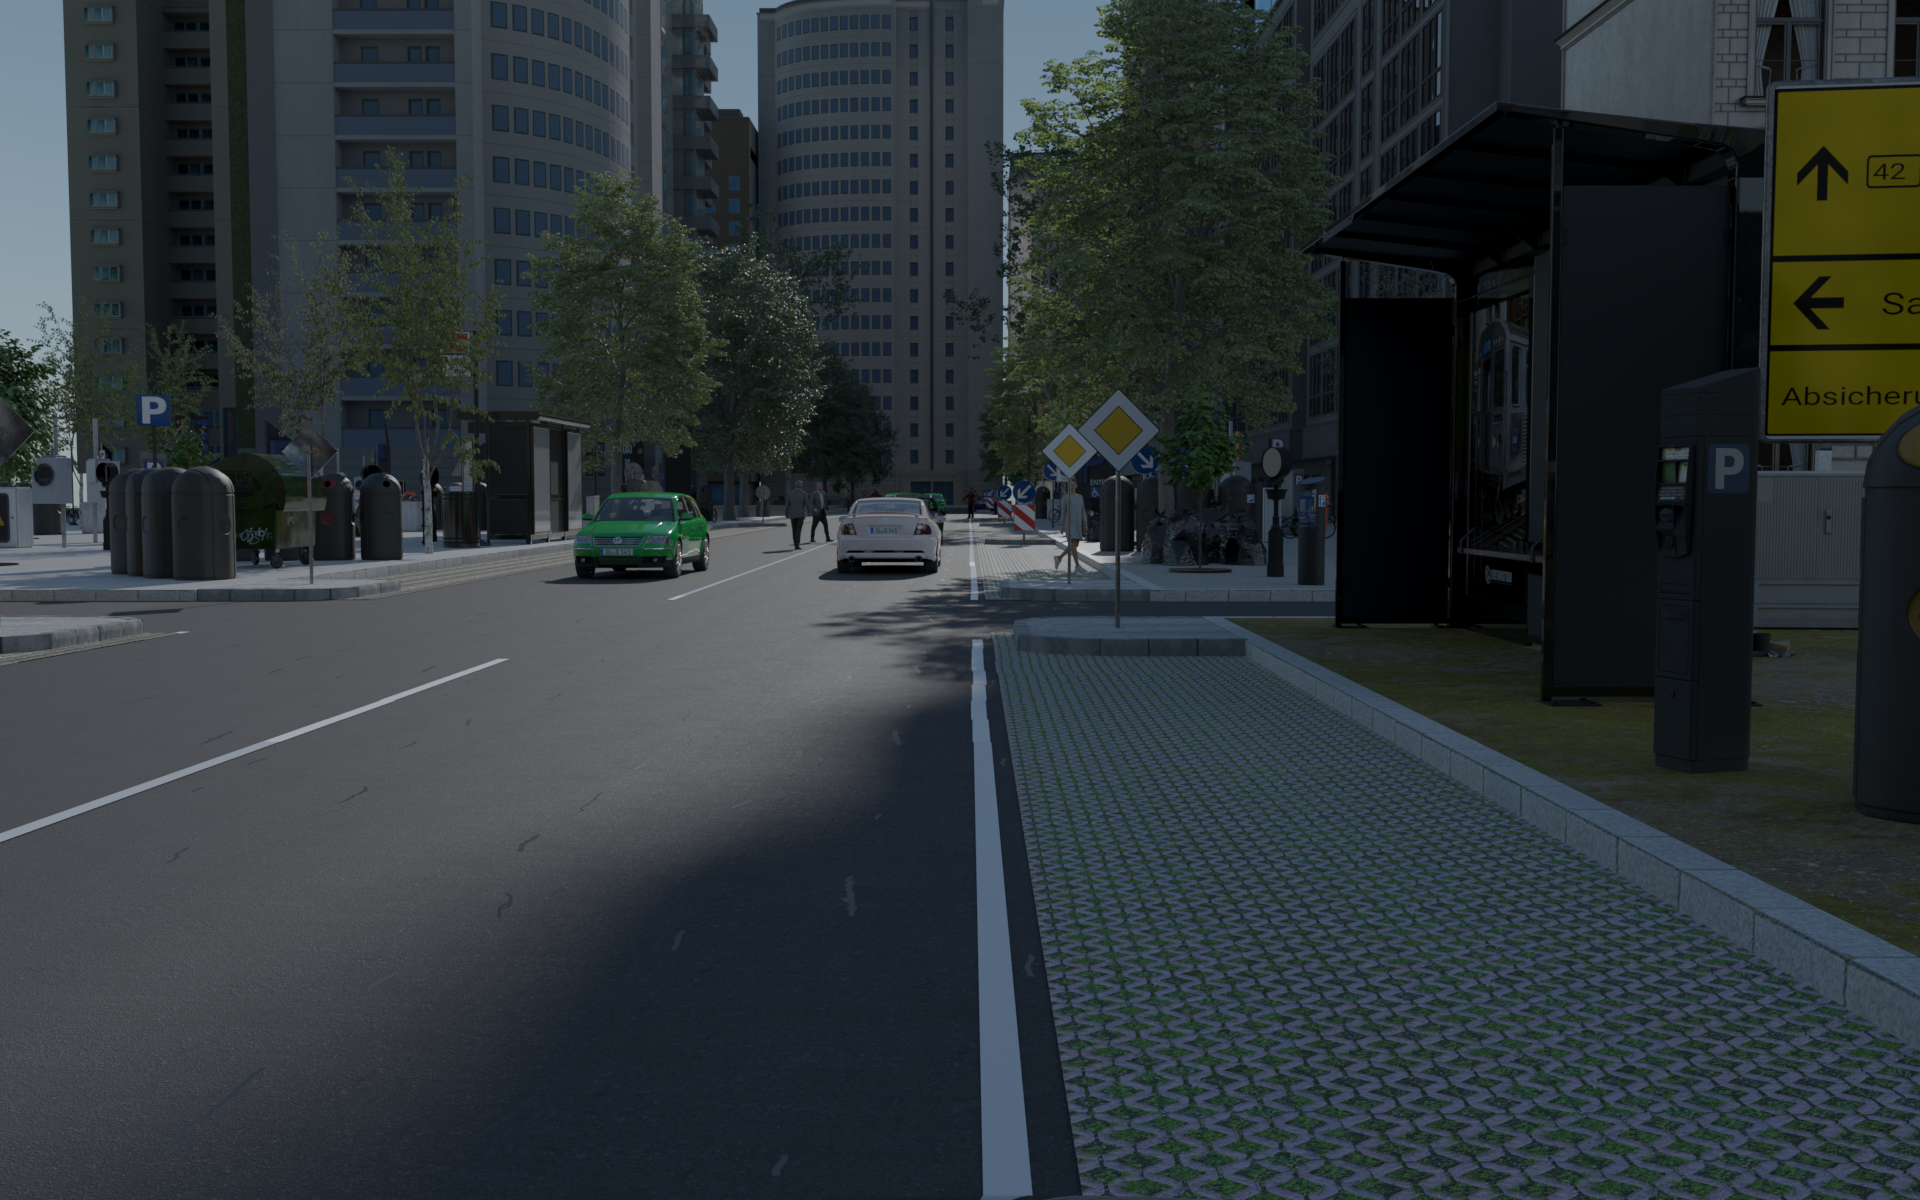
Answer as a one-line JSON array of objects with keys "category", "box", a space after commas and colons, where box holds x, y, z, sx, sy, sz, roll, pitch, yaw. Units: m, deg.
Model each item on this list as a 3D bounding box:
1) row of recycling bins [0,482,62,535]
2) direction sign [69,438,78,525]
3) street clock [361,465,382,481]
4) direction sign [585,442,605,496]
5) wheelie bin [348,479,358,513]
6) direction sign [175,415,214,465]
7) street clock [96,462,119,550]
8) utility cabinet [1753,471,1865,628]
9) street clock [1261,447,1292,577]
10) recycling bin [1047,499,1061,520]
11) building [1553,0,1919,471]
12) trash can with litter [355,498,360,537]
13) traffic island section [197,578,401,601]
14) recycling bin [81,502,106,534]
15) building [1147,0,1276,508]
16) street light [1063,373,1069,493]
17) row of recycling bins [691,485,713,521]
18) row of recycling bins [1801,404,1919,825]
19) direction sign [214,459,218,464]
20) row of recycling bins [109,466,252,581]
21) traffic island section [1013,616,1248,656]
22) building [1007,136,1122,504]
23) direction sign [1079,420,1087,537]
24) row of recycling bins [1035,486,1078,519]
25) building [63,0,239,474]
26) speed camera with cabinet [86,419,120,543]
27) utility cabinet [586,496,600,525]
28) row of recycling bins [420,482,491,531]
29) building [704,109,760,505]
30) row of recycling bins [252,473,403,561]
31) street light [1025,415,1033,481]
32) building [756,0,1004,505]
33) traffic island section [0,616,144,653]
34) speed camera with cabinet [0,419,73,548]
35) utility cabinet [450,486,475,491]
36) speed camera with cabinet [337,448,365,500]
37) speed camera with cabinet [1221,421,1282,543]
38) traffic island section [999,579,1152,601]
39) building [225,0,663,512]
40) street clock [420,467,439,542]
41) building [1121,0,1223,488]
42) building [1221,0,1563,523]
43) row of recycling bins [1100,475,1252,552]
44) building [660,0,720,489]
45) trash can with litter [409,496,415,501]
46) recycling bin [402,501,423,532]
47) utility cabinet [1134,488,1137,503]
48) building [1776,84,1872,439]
[{"category": "row of recycling bins", "box": [-29.910, -2.920, 54.855, 3.534, 1.692, 1.069, 1, 4, 19]}, {"category": "direction sign", "box": [-36.264, -4.817, 70.752, 0.379, 3.537, 0.876, -2, 4, -28]}, {"category": "street clock", "box": [-14.594, -2.350, 42.998, 0.471, 2.002, 0.358, -3, 4, -36]}, {"category": "direction sign", "box": [-15.824, -5.088, 75.191, 0.876, 3.537, 0.379, 0, 4, 7]}, {"category": "wheelie bin", "box": [-13.303, -1.765, 36.772, 0.980, 1.594, 0.693, -2, 4, -25]}, {"category": "direction sign", "box": [-22.131, -3.547, 49.991, 0.876, 3.537, 0.379, -2, 4, -28]}, {"category": "street clock", "box": [-19.438, -2.138, 39.518, 0.471, 2.002, 0.358, 1, 4, 22]}, {"category": "utility cabinet", "box": [8.076, -0.474, 16.437, 1.173, 1.500, 0.318, 0, 4, 6]}, {"category": "street clock", "box": [4.881, -1.356, 26.746, 0.358, 2.002, 0.471, -2, 4, -32]}, {"category": "recycling bin", "box": [4.829, -4.551, 86.955, 0.722, 1.027, 0.722, 2, 4, 26]}, {"category": "building", "box": [24.478, -10.744, 40.288, 19.286, 19.102, 10.561, 0, 4, 0]}, {"category": "trash can with litter", "box": [-17.789, -2.424, 51.024, 0.624, 1.170, 1.055, 1, 4, 20]}, {"category": "traffic island section", "box": [-9.267, -0.148, 24.703, 2.009, 0.180, 2.903, 0, 4, 0]}, {"category": "recycling bin", "box": [-28.184, -2.686, 56.469, 0.722, 1.027, 0.722, -1, 4, -17]}, {"category": "building", "box": [26.522, -49.730, 125.758, 22.319, 86.520, 31.000, 0, 4, 0]}, {"category": "street light", "box": [3.769, -5.367, 60.532, 0.468, 5.910, 1.993, 0, 4, 0]}, {"category": "row of recycling bins", "box": [-13.241, -4.580, 82.001, 3.534, 1.692, 1.069, 2, 4, 23]}, {"category": "row of recycling bins", "box": [4.469, 0.089, 5.657, 1.069, 1.692, 3.534, -1, 4, -17]}, {"category": "direction sign", "box": [-42.726, -6.529, 98.740, 0.876, 3.537, 0.379, 0, 4, -4]}, {"category": "row of recycling bins", "box": [-12.304, -1.211, 26.916, 1.069, 1.692, 3.534, -3, 5, -44]}, {"category": "traffic island section", "box": [1.534, 0.344, 16.659, 2.009, 0.180, 2.903, 0, 4, 0]}, {"category": "building", "box": [12.592, -31.637, 200.855, 14.086, 41.232, 14.154, 0, 4, 0]}, {"category": "direction sign", "box": [3.637, -3.644, 51.578, 0.379, 3.537, 0.876, 1, 4, 17]}, {"category": "row of recycling bins", "box": [5.613, -5.037, 89.474, 3.534, 1.692, 1.069, 1, 4, 11]}, {"category": "building", "box": [-63.050, -32.398, 153.405, 21.600, 48.544, 21.300, 0, 4, 0]}, {"category": "speed camera with cabinet", "box": [-21.965, -3.113, 45.228, 2.038, 3.252, 0.660, 2, 4, 32]}, {"category": "utility cabinet", "box": [-12.857, -3.027, 60.646, 0.306, 1.237, 1.020, 0, 4, -2]}, {"category": "row of recycling bins", "box": [-17.416, -3.305, 61.150, 3.534, 1.692, 1.069, 1, 4, 14]}, {"category": "building", "box": [-30.606, -33.717, 201.384, 14.200, 45.320, 14.600, 0, 4, 0]}, {"category": "row of recycling bins", "box": [-12.633, -1.615, 33.518, 3.534, 1.692, 1.069, -1, 4, -14]}, {"category": "street light", "box": [3.954, -7.739, 99.314, 0.468, 5.910, 1.993, 0, 4, 0]}, {"category": "building", "box": [-9.121, -40.471, 203.694, 28.212, 58.520, 21.231, 0, 4, 0]}, {"category": "traffic island section", "box": [-9.307, 0.340, 16.718, 2.009, 0.180, 2.903, 0, 4, 0]}, {"category": "speed camera with cabinet", "box": [-22.213, -2.865, 41.172, 2.038, 3.252, 0.660, 1, 4, 9]}, {"category": "utility cabinet", "box": [-13.935, -2.454, 48.796, 0.318, 1.500, 1.173, -3, 5, -43]}, {"category": "speed camera with cabinet", "box": [-26.719, -4.974, 75.653, 0.660, 3.252, 2.038, 2, 4, 29]}, {"category": "speed camera with cabinet", "box": [7.798, -3.184, 46.396, 0.660, 3.252, 2.038, -2, 4, -26]}, {"category": "traffic island section", "box": [1.574, -0.145, 24.644, 2.009, 0.180, 2.903, 0, 4, 0]}, {"category": "building", "box": [-32.558, -34.964, 113.663, 21.231, 58.520, 28.212, 0, 4, 0]}, {"category": "street clock", "box": [-14.177, -2.565, 46.500, 0.358, 2.002, 0.471, 0, 4, 8]}, {"category": "building", "box": [25.885, -32.383, 153.172, 21.300, 48.544, 21.600, 0, 4, 0]}, {"category": "building", "box": [21.757, -17.943, 86.871, 14.314, 27.812, 24.014, 0, 4, 0]}, {"category": "row of recycling bins", "box": [4.789, -1.916, 38.432, 3.534, 1.692, 1.069, 1, 4, 22]}, {"category": "building", "box": [-37.028, -32.570, 152.130, 30.456, 49.044, 23.786, 0, 4, 0]}, {"category": "trash can with litter", "box": [-22.174, -3.601, 69.931, 1.678, 1.210, 2.233, -2, 4, -26]}, {"category": "recycling bin", "box": [-18.695, -2.851, 59.166, 0.722, 1.027, 0.722, 1, 4, 16]}, {"category": "utility cabinet", "box": [6.984, -3.666, 68.624, 0.318, 1.500, 1.173, -1, 4, -18]}, {"category": "building", "box": [65.436, -32.371, 152.959, 21.600, 48.544, 21.300, 0, 4, 0]}]
